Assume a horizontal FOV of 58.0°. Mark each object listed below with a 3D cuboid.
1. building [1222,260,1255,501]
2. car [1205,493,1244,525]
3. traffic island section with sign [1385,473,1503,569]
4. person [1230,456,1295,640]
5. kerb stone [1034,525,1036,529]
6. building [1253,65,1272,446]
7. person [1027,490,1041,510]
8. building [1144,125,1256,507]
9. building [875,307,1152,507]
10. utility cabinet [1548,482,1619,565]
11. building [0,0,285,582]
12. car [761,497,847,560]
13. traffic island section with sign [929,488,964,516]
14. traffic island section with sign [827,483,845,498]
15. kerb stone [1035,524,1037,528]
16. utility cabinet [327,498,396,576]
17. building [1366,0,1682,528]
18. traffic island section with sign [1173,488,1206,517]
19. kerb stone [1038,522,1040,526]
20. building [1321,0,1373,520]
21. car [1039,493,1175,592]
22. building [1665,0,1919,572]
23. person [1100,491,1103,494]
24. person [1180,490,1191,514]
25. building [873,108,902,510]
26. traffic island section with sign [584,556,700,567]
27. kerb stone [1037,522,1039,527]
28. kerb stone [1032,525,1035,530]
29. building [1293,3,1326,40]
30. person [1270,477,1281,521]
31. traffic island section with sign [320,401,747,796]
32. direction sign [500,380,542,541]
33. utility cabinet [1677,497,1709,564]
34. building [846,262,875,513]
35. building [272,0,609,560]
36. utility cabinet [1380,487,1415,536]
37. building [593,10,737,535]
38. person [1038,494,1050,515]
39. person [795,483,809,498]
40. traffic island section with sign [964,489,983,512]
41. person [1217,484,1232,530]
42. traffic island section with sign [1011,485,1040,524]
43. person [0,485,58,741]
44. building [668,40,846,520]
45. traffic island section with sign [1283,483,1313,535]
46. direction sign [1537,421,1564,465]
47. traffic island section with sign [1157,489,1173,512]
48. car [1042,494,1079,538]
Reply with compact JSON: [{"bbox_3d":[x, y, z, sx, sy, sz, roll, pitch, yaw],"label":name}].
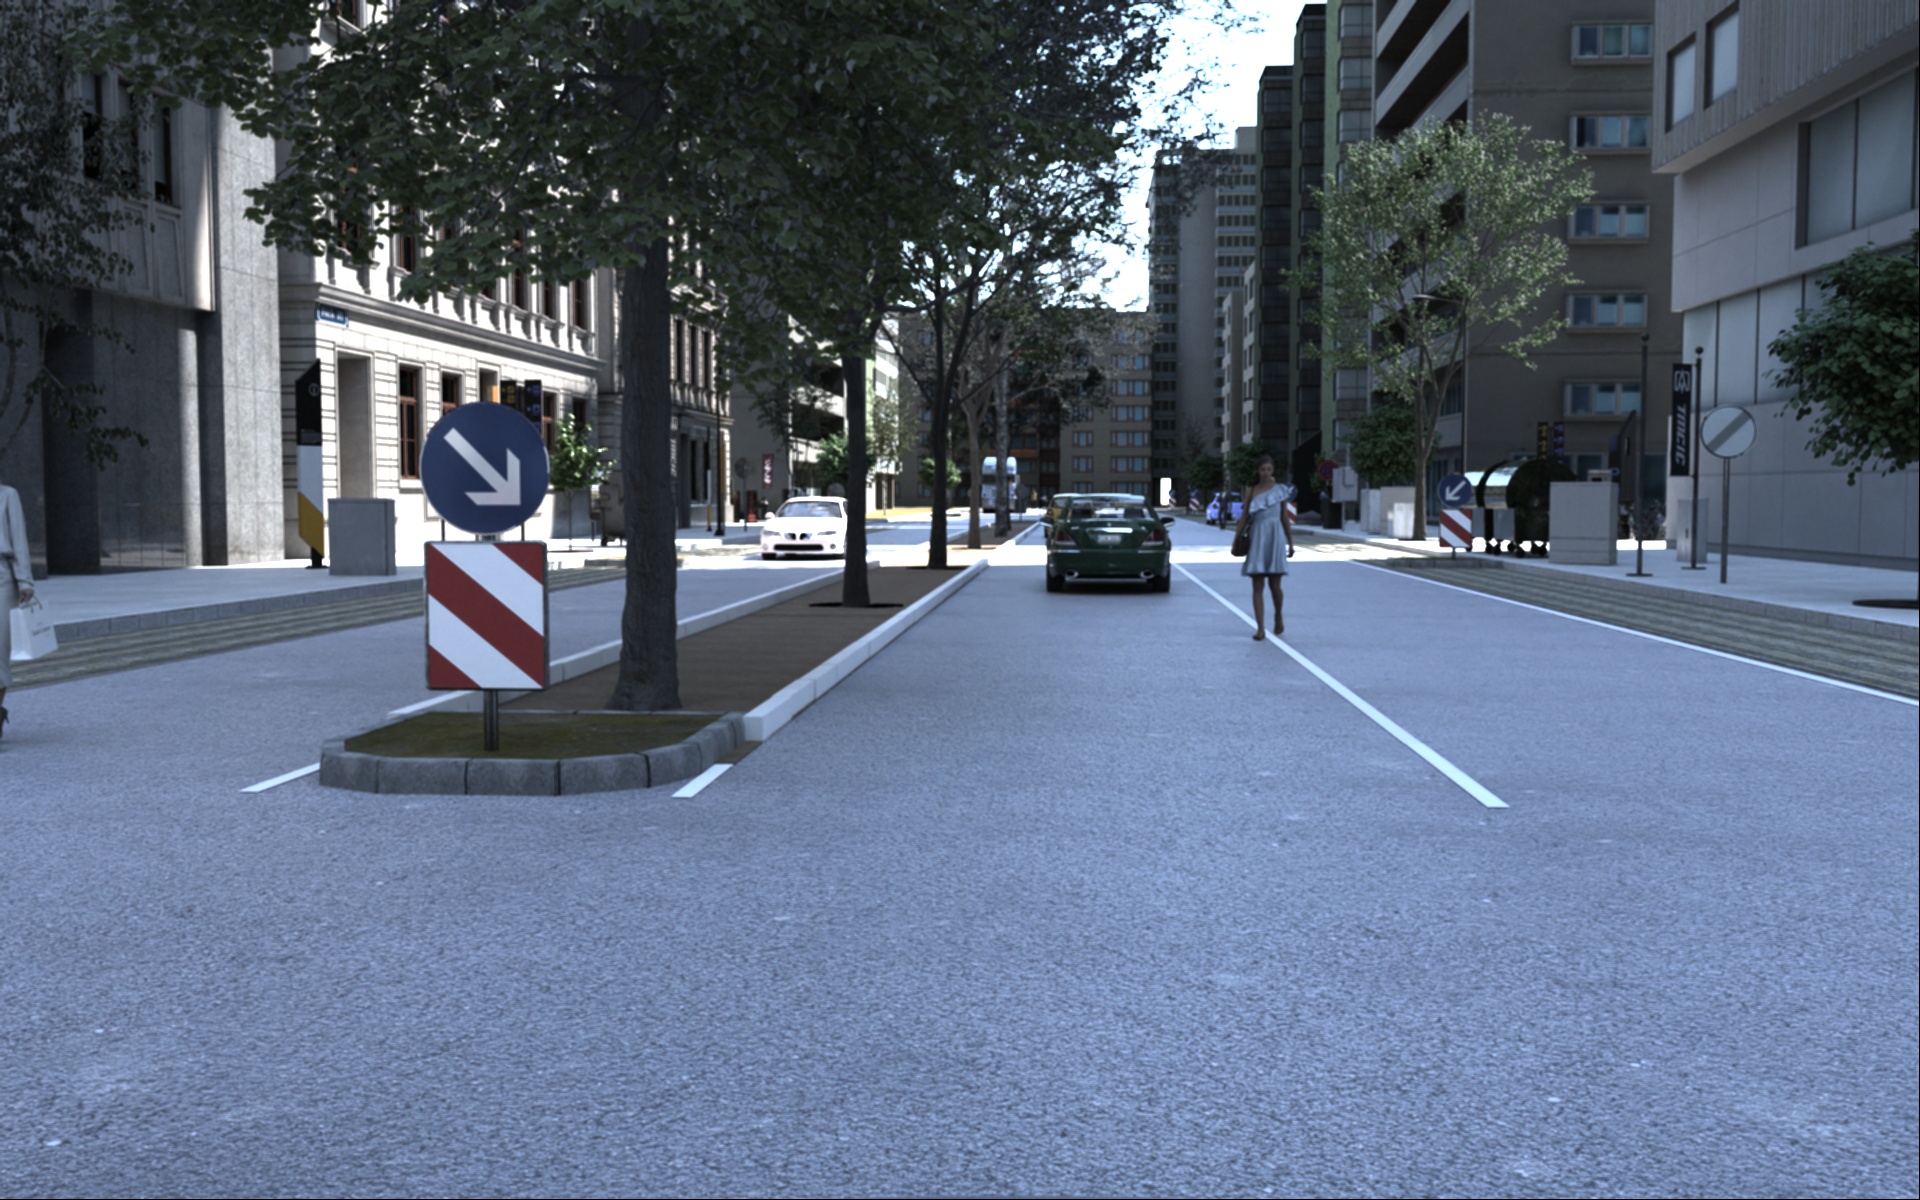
[{"bbox_3d":[36.464,-18.107,141.094,27.650,21.520,28.899,0,4,4],"label":"building"},{"bbox_3d":[12.449,-4.364,80.936,1.945,1.707,3.694,0,4,3],"label":"car"},{"bbox_3d":[9.457,-1.554,34.037,1.989,1.847,2.006,0,4,4],"label":"traffic island section with sign"},{"bbox_3d":[3.019,-0.530,17.258,0.616,1.811,0.778,1,4,22],"label":"person"},{"bbox_3d":[2.755,-2.727,66.781,0.120,0.150,1.000,0,4,4],"label":"kerb stone"},{"bbox_3d":[27.265,-21.299,119.944,14.160,30.474,14.107,0,4,4],"label":"building"},{"bbox_3d":[6.789,-9.195,158.926,1.348,1.812,0.705,0,4,-1],"label":"person"},{"bbox_3d":[32.043,-30.166,185.096,23.993,40.220,32.217,0,4,4],"label":"building"},{"bbox_3d":[5.390,-20.784,184.853,28.899,21.520,27.650,0,4,4],"label":"building"},{"bbox_3d":[11.334,-1.395,31.483,0.318,1.500,1.173,-3,5,-42],"label":"utility cabinet"},{"bbox_3d":[-19.496,-12.514,22.627,12.078,24.808,19.932,0,4,4],"label":"building"},{"bbox_3d":[-3.295,-1.647,39.293,2.083,1.381,4.827,0,4,4],"label":"car"},{"bbox_3d":[-0.957,-6.296,111.562,1.989,1.847,2.006,0,4,4],"label":"traffic island section with sign"},{"bbox_3d":[-4.427,-3.247,61.719,1.989,1.847,2.006,0,4,4],"label":"traffic island section with sign"},{"bbox_3d":[2.899,-2.852,68.831,0.120,0.150,1.000,0,4,4],"label":"kerb stone"},{"bbox_3d":[-9.427,-0.988,27.319,1.020,1.237,0.306,1,4,12],"label":"utility cabinet"},{"bbox_3d":[28.836,-27.184,68.168,21.300,48.544,21.600,0,4,4],"label":"building"},{"bbox_3d":[14.773,-6.226,110.429,1.989,1.847,2.006,0,4,4],"label":"traffic island section with sign"},{"bbox_3d":[3.187,-3.102,72.917,0.120,0.150,1.000,0,4,4],"label":"kerb stone"},{"bbox_3d":[26.114,-24.932,91.226,14.154,41.232,14.086,0,4,4],"label":"building"},{"bbox_3d":[2.274,-0.915,26.754,2.131,1.459,4.920,0,4,4],"label":"car"},{"bbox_3d":[27.861,-26.621,24.486,27.495,52.752,28.713,0,4,4],"label":"building"},{"bbox_3d":[12.623,-8.966,155.915,0.721,1.723,1.217,-1,4,-22],"label":"person"},{"bbox_3d":[15.346,-6.565,116.560,1.217,1.735,0.721,-2,4,-27],"label":"person"},{"bbox_3d":[-17.303,-27.613,143.350,23.993,40.220,32.217,0,4,4],"label":"building"},{"bbox_3d":[-6.309,-1.596,34.718,1.989,1.847,2.006,0,4,4],"label":"traffic island section with sign"},{"bbox_3d":[3.106,-3.040,71.896,0.120,0.150,1.000,0,4,4],"label":"kerb stone"},{"bbox_3d":[2.683,-2.664,65.760,0.120,0.150,1.000,0,4,4],"label":"kerb stone"},{"bbox_3d":[27.021,-20.429,105.717,14.160,30.474,14.107,0,4,4],"label":"building"},{"bbox_3d":[7.135,-1.907,39.704,0.581,1.822,0.654,2,4,24],"label":"person"},{"bbox_3d":[-2.293,-0.064,9.178,2.006,1.907,1.989,0,4,4],"label":"traffic island section with sign"},{"bbox_3d":[-8.705,-2.594,34.414,0.876,3.537,0.379,1,4,11],"label":"direction sign"},{"bbox_3d":[13.702,-1.301,32.430,0.306,1.237,1.020,1,4,8],"label":"utility cabinet"},{"bbox_3d":[-13.433,-26.343,114.302,14.154,41.232,14.086,0,4,4],"label":"building"},{"bbox_3d":[-16.798,-12.664,43.208,11.583,22.565,21.152,0,4,4],"label":"building"},{"bbox_3d":[13.372,-2.684,52.560,1.173,1.500,0.318,2,4,32],"label":"utility cabinet"},{"bbox_3d":[-14.823,-12.158,63.406,10.561,19.102,19.286,0,4,4],"label":"building"},{"bbox_3d":[5.839,-6.637,120.198,0.799,1.438,0.628,-2,4,-33],"label":"person"},{"bbox_3d":[-5.271,-3.011,58.006,0.850,1.792,0.678,3,4,38],"label":"person"},{"bbox_3d":[0.960,-7.975,139.019,1.989,1.847,2.006,0,4,4],"label":"traffic island section with sign"},{"bbox_3d":[10.624,-3.737,69.567,0.622,1.834,0.822,1,4,19],"label":"person"},{"bbox_3d":[2.920,-4.648,84.136,2.006,1.907,1.989,0,4,4],"label":"traffic island section with sign"},{"bbox_3d":[-5.443,-0.054,9.734,0.694,1.780,0.624,0,4,5],"label":"person"},{"bbox_3d":[-18.388,-28.894,96.116,21.300,48.544,21.600,0,4,4],"label":"building"},{"bbox_3d":[11.322,-3.199,60.928,1.989,1.847,2.006,0,4,4],"label":"traffic island section with sign"},{"bbox_3d":[18.459,-3.805,54.202,0.379,3.537,0.876,-3,5,-44],"label":"direction sign"},{"bbox_3d":[16.649,-7.871,137.319,1.989,1.847,2.006,0,4,4],"label":"traffic island section with sign"},{"bbox_3d":[3.706,-2.901,57.663,2.015,1.641,3.980,0,4,5],"label":"car"}]
